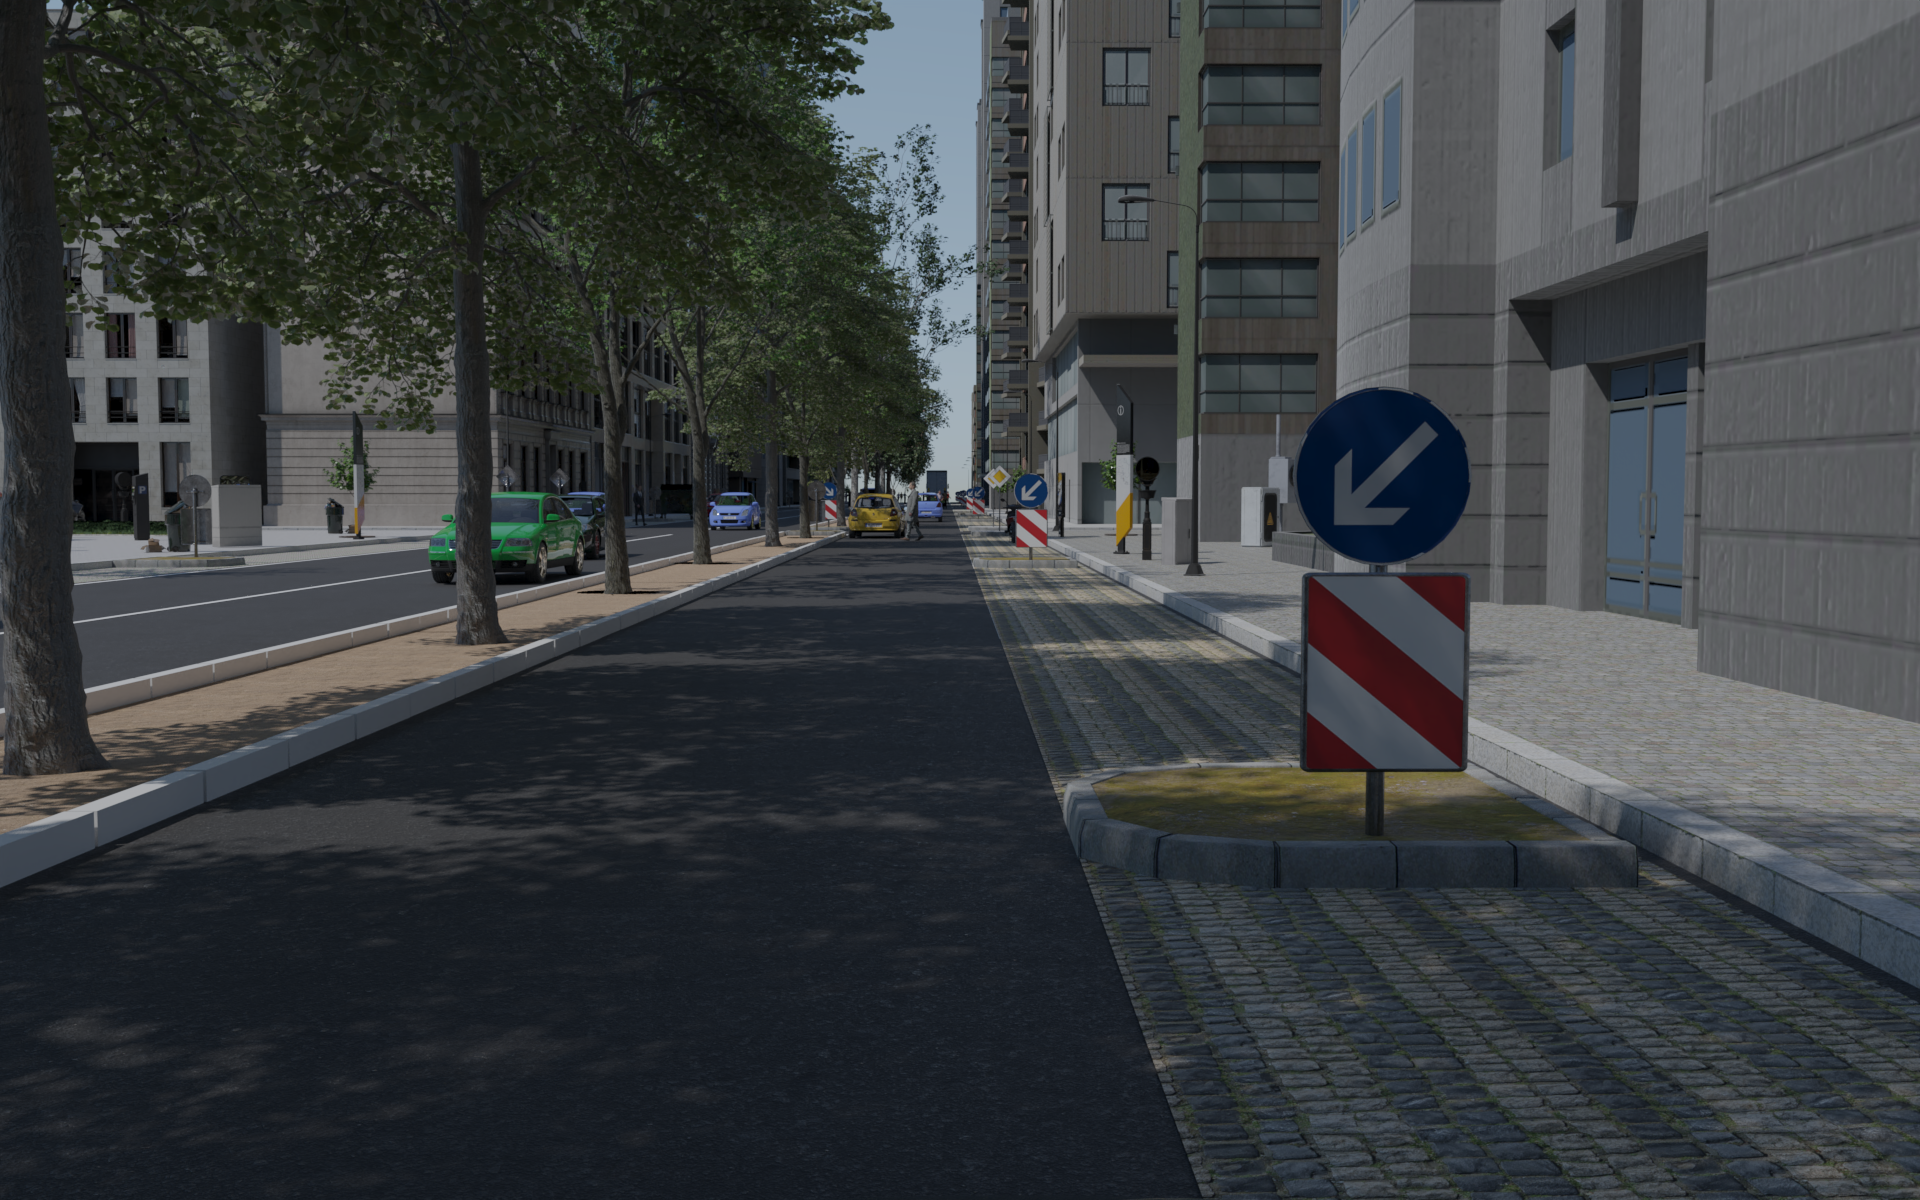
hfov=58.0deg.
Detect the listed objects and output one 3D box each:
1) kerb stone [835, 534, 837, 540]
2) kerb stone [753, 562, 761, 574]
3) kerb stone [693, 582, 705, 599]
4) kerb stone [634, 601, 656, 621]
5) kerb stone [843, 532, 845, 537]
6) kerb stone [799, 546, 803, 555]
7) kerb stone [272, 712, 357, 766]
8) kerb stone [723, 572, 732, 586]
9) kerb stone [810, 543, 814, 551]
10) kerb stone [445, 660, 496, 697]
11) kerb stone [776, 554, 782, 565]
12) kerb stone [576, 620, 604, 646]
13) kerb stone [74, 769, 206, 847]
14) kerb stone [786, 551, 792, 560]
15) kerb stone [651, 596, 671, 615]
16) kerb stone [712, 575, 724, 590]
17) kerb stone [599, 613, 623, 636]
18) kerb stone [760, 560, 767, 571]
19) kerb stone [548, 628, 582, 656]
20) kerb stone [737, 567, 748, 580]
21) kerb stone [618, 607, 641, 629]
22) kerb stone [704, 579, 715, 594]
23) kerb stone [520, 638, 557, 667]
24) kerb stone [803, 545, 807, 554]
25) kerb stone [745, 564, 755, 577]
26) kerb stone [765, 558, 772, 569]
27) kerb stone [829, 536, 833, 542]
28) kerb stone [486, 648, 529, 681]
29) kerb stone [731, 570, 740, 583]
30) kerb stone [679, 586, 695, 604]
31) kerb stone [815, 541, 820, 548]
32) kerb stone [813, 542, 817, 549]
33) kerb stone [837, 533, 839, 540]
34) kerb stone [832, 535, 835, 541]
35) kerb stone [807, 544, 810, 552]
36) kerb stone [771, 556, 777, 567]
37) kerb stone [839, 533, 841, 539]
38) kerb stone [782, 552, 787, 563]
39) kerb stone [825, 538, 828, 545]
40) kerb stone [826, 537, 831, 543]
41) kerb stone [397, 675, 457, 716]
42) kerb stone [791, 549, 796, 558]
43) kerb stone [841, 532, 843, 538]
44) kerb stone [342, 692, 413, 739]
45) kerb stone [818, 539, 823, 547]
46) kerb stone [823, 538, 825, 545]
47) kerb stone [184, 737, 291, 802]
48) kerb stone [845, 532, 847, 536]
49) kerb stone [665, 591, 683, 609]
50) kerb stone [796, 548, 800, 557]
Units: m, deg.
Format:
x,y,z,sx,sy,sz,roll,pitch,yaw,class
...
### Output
x,y,z,sx,sy,sz,roll,pitch,yaw,class
-3.899,-1.861,52.615,0.120,0.150,1.000,0,4,0,kerb stone
-3.743,-0.545,31.110,0.120,0.150,1.000,0,4,0,kerb stone
-3.685,-0.107,23.942,0.120,0.150,1.000,0,4,0,kerb stone
-3.655,0.144,19.845,0.120,0.150,1.000,0,4,0,kerb stone
-3.931,-2.106,56.706,0.120,0.150,1.000,0,4,0,kerb stone
-3.810,-1.110,40.341,0.120,0.150,1.000,0,4,0,kerb stone
-3.580,0.772,9.580,0.120,0.150,1.000,0,4,0,kerb stone
-3.712,-0.295,27.012,0.120,0.150,1.000,0,4,0,kerb stone
-3.834,-1.293,43.408,0.120,0.150,1.000,0,4,0,kerb stone
-3.605,0.584,12.663,0.120,0.150,1.000,0,4,0,kerb stone
-3.770,-0.796,35.203,0.120,0.150,1.000,0,4,0,kerb stone
-3.629,0.332,16.765,0.120,0.150,1.000,0,4,0,kerb stone
-3.565,0.900,7.530,0.120,0.150,1.000,0,4,0,kerb stone
-3.781,-0.917,37.264,0.120,0.150,1.000,0,4,0,kerb stone
-3.658,0.081,20.874,0.120,0.150,1.000,0,4,0,kerb stone
-3.698,-0.232,25.990,0.120,0.150,1.000,0,4,0,kerb stone
-3.644,0.273,17.790,0.120,0.150,1.000,0,4,0,kerb stone
-3.741,-0.605,32.132,0.120,0.150,1.000,0,4,0,kerb stone
-3.626,0.395,15.743,0.120,0.150,1.000,0,4,0,kerb stone
-3.723,-0.420,29.062,0.120,0.150,1.000,0,4,0,kerb stone
-3.646,0.207,18.812,0.120,0.150,1.000,0,4,0,kerb stone
-3.699,-0.169,24.965,0.120,0.150,1.000,0,4,0,kerb stone
-3.622,0.457,14.716,0.120,0.150,1.000,0,4,0,kerb stone
-3.814,-1.172,41.363,0.120,0.150,1.000,0,4,0,kerb stone
-3.729,-0.482,30.084,0.120,0.150,1.000,0,4,0,kerb stone
-3.752,-0.668,33.155,0.120,0.150,1.000,0,4,0,kerb stone
-3.887,-1.731,50.570,0.120,0.150,1.000,0,4,0,kerb stone
-3.613,0.520,13.693,0.120,0.150,1.000,0,4,0,kerb stone
-3.721,-0.354,28.035,0.120,0.150,1.000,0,4,0,kerb stone
-3.676,-0.044,22.919,0.120,0.150,1.000,0,4,0,kerb stone
-3.843,-1.420,45.454,0.120,0.150,1.000,0,4,0,kerb stone
-3.838,-1.360,44.430,0.120,0.150,1.000,0,4,0,kerb stone
-3.911,-1.920,53.637,0.120,0.150,1.000,0,4,0,kerb stone
-3.888,-1.797,51.592,0.120,0.150,1.000,0,4,0,kerb stone
-3.828,-1.235,42.386,0.120,0.150,1.000,0,4,0,kerb stone
-3.762,-0.733,34.177,0.120,0.150,1.000,0,4,0,kerb stone
-3.914,-1.986,54.661,0.120,0.150,1.000,0,4,0,kerb stone
-3.773,-0.859,36.235,0.120,0.150,1.000,0,4,0,kerb stone
-3.877,-1.605,48.520,0.120,0.150,1.000,0,4,0,kerb stone
-3.870,-1.669,49.548,0.120,0.150,1.000,0,4,0,kerb stone
-3.598,0.646,11.634,0.120,0.150,1.000,0,4,0,kerb stone
-3.786,-0.984,38.291,0.120,0.150,1.000,0,4,0,kerb stone
-3.923,-2.048,55.684,0.120,0.150,1.000,0,4,0,kerb stone
-3.586,0.708,10.612,0.120,0.150,1.000,0,4,0,kerb stone
-3.846,-1.485,46.476,0.120,0.150,1.000,0,4,0,kerb stone
-3.860,-1.548,47.498,0.120,0.150,1.000,0,4,0,kerb stone
-3.568,0.834,8.552,0.120,0.150,1.000,0,4,0,kerb stone
-3.936,-2.163,57.739,0.120,0.150,1.000,0,4,0,kerb stone
-3.670,0.018,21.896,0.120,0.150,1.000,0,4,0,kerb stone
-3.801,-1.040,39.319,0.120,0.150,1.000,0,4,0,kerb stone
